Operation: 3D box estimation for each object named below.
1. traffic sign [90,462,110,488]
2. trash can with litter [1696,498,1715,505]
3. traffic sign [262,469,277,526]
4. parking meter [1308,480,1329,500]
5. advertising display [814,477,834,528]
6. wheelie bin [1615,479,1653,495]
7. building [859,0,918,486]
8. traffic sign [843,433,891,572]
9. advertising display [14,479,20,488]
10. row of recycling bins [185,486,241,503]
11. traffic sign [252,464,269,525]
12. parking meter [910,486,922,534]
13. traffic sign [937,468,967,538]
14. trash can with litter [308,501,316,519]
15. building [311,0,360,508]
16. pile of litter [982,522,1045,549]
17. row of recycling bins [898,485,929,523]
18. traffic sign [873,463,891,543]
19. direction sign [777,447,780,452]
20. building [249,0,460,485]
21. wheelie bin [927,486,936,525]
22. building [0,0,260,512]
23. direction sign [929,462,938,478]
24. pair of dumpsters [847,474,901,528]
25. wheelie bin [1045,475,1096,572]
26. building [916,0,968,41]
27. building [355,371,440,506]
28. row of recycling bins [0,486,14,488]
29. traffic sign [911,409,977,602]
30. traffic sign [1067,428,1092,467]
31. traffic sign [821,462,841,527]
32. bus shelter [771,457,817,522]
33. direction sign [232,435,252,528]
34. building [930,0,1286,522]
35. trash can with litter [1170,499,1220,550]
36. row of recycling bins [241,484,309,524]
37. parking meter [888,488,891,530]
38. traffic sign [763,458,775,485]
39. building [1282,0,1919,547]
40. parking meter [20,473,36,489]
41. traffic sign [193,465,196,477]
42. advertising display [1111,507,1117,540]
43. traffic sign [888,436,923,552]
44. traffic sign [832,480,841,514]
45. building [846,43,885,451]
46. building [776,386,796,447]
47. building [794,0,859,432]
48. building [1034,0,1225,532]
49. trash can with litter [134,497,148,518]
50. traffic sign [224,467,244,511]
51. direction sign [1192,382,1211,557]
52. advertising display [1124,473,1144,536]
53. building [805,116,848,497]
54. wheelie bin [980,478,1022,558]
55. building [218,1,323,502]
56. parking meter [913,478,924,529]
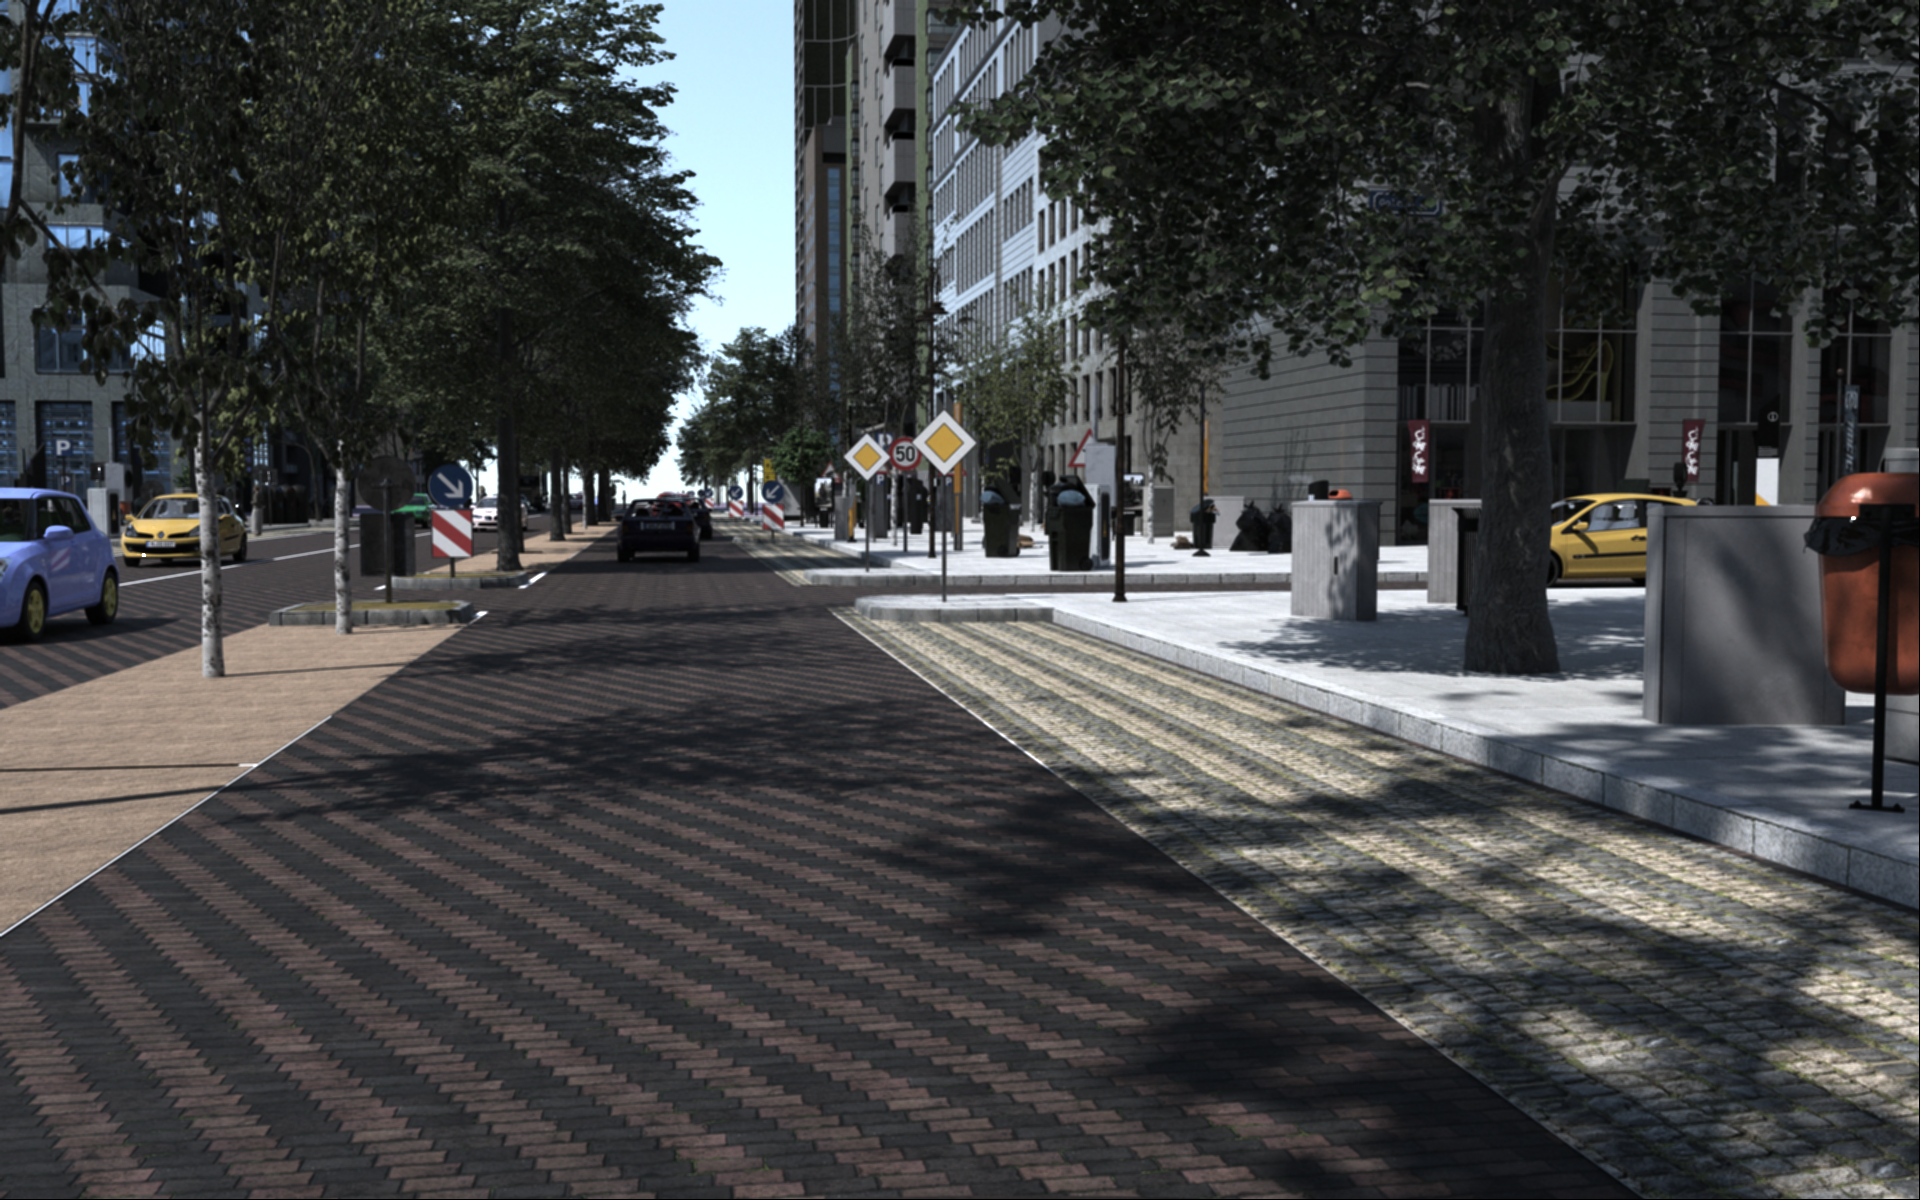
[{"bbox_3d":[-27.588,-3.271,55.611,0.606,2.300,0.079,0,4,-7],"label":"traffic sign"},{"bbox_3d":[14.285,-1.398,33.915,2.233,1.210,1.678,-3,4,-36],"label":"trash can with litter"},{"bbox_3d":[-27.864,-4.146,69.913,0.606,2.300,0.079,0,4,-1],"label":"traffic sign"},{"bbox_3d":[6.661,-1.456,32.220,0.372,1.533,0.369,0,3,0],"label":"parking meter"},{"bbox_3d":[-5.120,-3.673,65.264,0.974,1.923,0.123,3,5,40],"label":"advertising display"},{"bbox_3d":[13.941,-1.713,35.920,0.980,1.594,0.693,3,5,43],"label":"wheelie bin"},{"bbox_3d":[6.514,-33.829,142.343,28.713,52.752,27.495,-1,4,-10],"label":"building"},{"bbox_3d":[-1.525,-1.515,28.406,0.795,2.450,0.064,-1,4,-10],"label":"traffic sign"},{"bbox_3d":[-40.257,-4.219,74.196,0.123,1.923,0.974,-1,4,-10],"label":"advertising display"},{"bbox_3d":[-38.182,-4.974,88.446,3.534,1.692,1.069,1,4,19],"label":"row of recycling bins"},{"bbox_3d":[-29.201,-4.421,72.395,0.768,2.556,0.104,0,4,-2],"label":"traffic sign"},{"bbox_3d":[-1.401,-2.860,55.179,0.372,1.533,0.369,0,3,0],"label":"parking meter"},{"bbox_3d":[-0.227,-3.107,50.808,0.884,2.594,0.081,0,4,-8],"label":"traffic sign"},{"bbox_3d":[-32.958,-4.657,87.526,1.055,1.170,0.624,-3,5,-42],"label":"trash can with litter"},{"bbox_3d":[-59.823,-30.398,147.122,14.600,45.320,14.200,-1,4,-10],"label":"building"},{"bbox_3d":[1.243,-1.664,41.168,1.719,0.858,1.176,-1,4,-23],"label":"pile of litter"},{"bbox_3d":[-2.460,-4.340,78.076,1.069,1.692,3.534,-2,4,-26],"label":"row of recycling bins"},{"bbox_3d":[-2.256,-2.790,45.626,0.884,2.594,0.081,-1,4,-9],"label":"traffic sign"},{"bbox_3d":[-8.535,-5.610,83.723,0.876,3.537,0.379,3,5,40],"label":"direction sign"},{"bbox_3d":[-78.548,-56.153,230.780,22.319,86.520,31.000,-1,4,-10],"label":"building"},{"bbox_3d":[-0.814,-3.715,68.641,0.980,1.594,0.693,-3,4,-37],"label":"wheelie bin"},{"bbox_3d":[-57.300,-48.708,109.049,22.319,86.520,31.000,-1,4,-10],"label":"building"},{"bbox_3d":[-1.129,-5.783,86.543,0.876,3.537,0.379,-2,4,-27],"label":"direction sign"},{"bbox_3d":[-3.224,-3.816,64.878,1.574,2.255,4.437,-1,4,-10],"label":"pair of dumpsters"},{"bbox_3d":[1.827,-1.279,28.815,0.693,1.594,0.980,-2,4,-24],"label":"wheelie bin"},{"bbox_3d":[3.710,-26.752,120.995,14.154,41.232,14.086,-1,4,-10],"label":"building"},{"bbox_3d":[-76.277,-21.871,202.632,27.650,21.520,28.899,-1,4,-10],"label":"building"},{"bbox_3d":[-50.582,-5.208,92.265,1.069,1.692,3.534,0,4,2],"label":"row of recycling bins"},{"bbox_3d":[-0.190,-1.033,20.533,0.795,2.450,0.064,-1,4,-10],"label":"traffic sign"},{"bbox_3d":[2.560,-2.101,34.351,0.884,2.594,0.081,0,4,-7],"label":"traffic sign"},{"bbox_3d":[-4.987,-4.075,66.632,0.884,2.594,0.081,0,4,-1],"label":"traffic sign"},{"bbox_3d":[-7.558,-5.249,79.739,2.014,3.302,5.546,-1,4,-9],"label":"bus shelter"},{"bbox_3d":[-27.500,-4.549,66.377,0.876,3.537,0.379,1,4,16],"label":"direction sign"},{"bbox_3d":[6.180,-19.149,90.583,11.434,29.767,29.804,-1,4,-10],"label":"building"},{"bbox_3d":[5.452,-1.762,40.193,1.055,1.170,0.624,-1,4,-22],"label":"trash can with litter"},{"bbox_3d":[-29.417,-4.144,74.861,1.069,1.692,3.534,1,4,11],"label":"row of recycling bins"},{"bbox_3d":[-2.514,-3.237,61.334,0.372,1.533,0.369,0,3,0],"label":"parking meter"},{"bbox_3d":[-9.932,-6.331,97.379,2.265,3.308,0.079,0,4,-7],"label":"traffic sign"},{"bbox_3d":[23.413,-16.606,49.009,29.804,29.767,11.434,-1,4,-10],"label":"building"},{"bbox_3d":[-26.368,-2.650,49.042,0.255,1.863,0.399,0,4,5],"label":"parking meter"},{"bbox_3d":[-28.404,-3.974,65.073,0.768,2.556,0.104,-1,4,-9],"label":"traffic sign"},{"bbox_3d":[3.980,-2.595,47.636,0.123,1.923,0.974,3,5,40],"label":"advertising display"},{"bbox_3d":[-1.209,-2.339,38.353,0.768,2.556,0.104,0,4,-3],"label":"traffic sign"},{"bbox_3d":[-6.241,-5.177,84.654,0.884,2.594,0.081,0,4,-1],"label":"traffic sign"},{"bbox_3d":[-3.761,-29.263,162.046,14.154,41.232,14.086,-1,4,-10],"label":"building"},{"bbox_3d":[-12.160,-24.760,249.868,27.650,21.520,28.899,-1,4,-10],"label":"building"},{"bbox_3d":[-12.501,-48.011,223.235,20.563,71.187,20.611,-1,4,-10],"label":"building"},{"bbox_3d":[9.724,-12.998,67.276,10.420,20.320,16.860,-1,4,-10],"label":"building"},{"bbox_3d":[-29.788,-3.163,63.108,0.624,1.170,1.055,-1,4,-15],"label":"trash can with litter"},{"bbox_3d":[-28.617,-4.174,68.346,0.768,2.556,0.104,0,4,-7],"label":"traffic sign"},{"bbox_3d":[4.981,-2.669,35.639,0.379,3.537,0.876,0,4,5],"label":"direction sign"},{"bbox_3d":[5.155,-2.925,53.043,0.974,1.923,0.123,0,4,4],"label":"advertising display"},{"bbox_3d":[-10.931,-34.033,206.556,14.600,45.320,14.200,-1,4,-10],"label":"building"},{"bbox_3d":[0.809,-1.662,35.079,0.693,1.594,0.980,2,4,26],"label":"wheelie bin"},{"bbox_3d":[-58.089,-27.500,133.223,14.154,41.232,14.086,-1,4,-10],"label":"building"},{"bbox_3d":[-1.525,-3.526,63.362,0.399,1.863,0.255,-1,4,-10],"label":"parking meter"}]
